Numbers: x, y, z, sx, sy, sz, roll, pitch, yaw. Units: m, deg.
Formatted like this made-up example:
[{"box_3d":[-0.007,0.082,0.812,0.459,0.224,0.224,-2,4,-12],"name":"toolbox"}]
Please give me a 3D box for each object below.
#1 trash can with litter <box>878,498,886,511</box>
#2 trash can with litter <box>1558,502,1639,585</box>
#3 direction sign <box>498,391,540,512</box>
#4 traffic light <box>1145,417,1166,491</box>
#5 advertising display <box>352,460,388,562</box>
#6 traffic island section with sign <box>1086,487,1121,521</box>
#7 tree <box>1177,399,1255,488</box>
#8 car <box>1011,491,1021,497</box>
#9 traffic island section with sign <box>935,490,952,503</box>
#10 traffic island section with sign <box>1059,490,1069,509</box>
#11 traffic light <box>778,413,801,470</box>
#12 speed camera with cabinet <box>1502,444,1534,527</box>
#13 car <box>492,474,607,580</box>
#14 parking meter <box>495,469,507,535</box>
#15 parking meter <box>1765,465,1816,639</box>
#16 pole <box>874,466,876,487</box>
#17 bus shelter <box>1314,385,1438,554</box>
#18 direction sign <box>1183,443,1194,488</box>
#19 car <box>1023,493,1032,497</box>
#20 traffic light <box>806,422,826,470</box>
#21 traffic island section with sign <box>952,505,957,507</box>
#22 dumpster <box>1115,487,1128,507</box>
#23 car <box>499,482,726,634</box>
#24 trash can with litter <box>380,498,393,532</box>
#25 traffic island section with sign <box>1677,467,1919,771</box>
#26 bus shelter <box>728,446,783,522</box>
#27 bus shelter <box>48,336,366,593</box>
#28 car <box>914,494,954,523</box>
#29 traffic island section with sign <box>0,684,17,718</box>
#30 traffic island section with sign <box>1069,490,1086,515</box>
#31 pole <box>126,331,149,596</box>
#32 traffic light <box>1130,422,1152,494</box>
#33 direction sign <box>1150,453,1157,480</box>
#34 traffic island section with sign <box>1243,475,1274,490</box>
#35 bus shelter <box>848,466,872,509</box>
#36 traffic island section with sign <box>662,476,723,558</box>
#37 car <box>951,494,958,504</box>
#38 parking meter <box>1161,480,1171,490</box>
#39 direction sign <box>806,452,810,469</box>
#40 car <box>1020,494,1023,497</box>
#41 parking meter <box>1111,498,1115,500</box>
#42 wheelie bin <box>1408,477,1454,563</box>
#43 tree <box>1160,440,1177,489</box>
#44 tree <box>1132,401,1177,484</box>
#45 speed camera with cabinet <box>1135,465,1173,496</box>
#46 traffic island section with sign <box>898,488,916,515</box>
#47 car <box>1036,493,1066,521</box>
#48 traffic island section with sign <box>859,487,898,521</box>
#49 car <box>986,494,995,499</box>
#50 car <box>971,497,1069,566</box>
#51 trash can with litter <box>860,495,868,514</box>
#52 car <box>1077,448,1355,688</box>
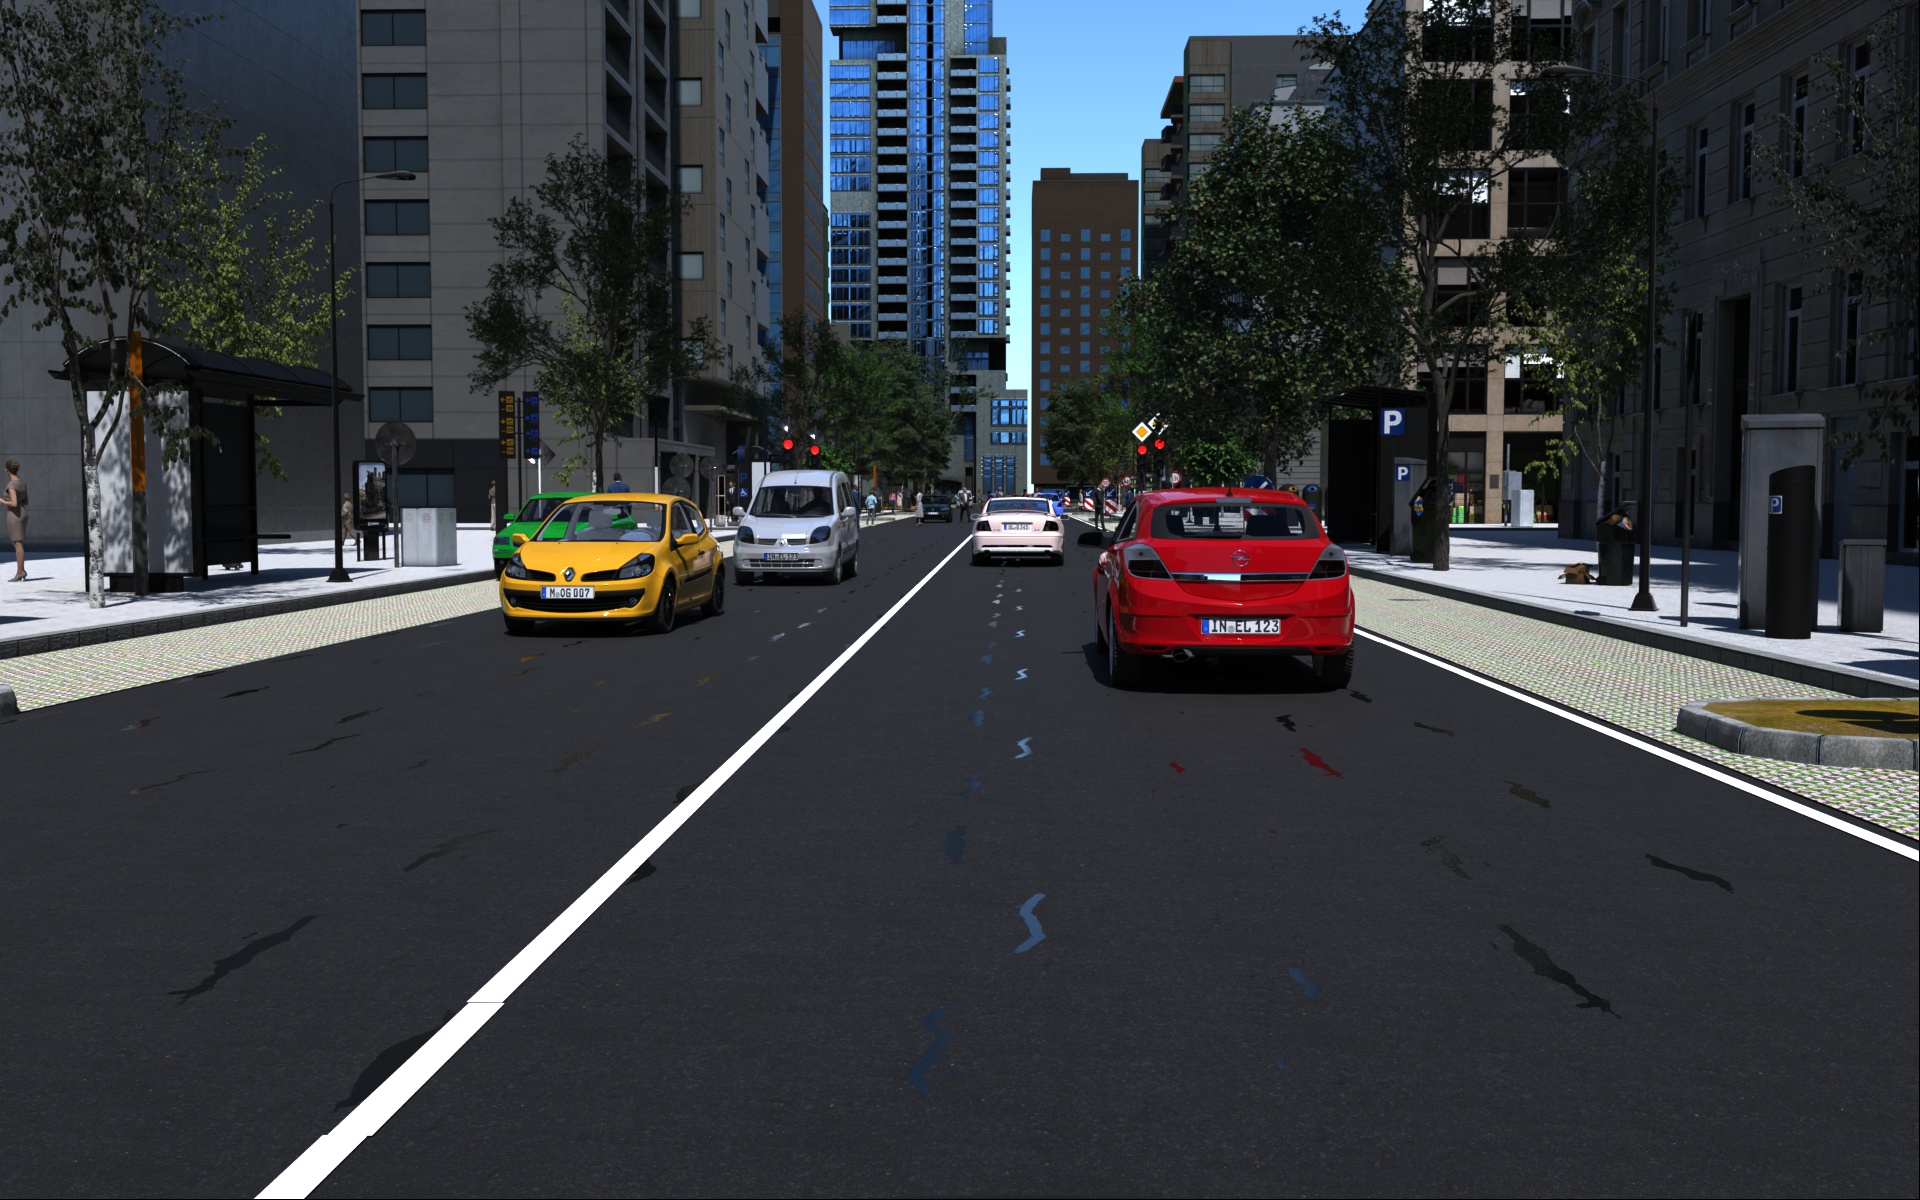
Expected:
[{"box_3d":[-6.324,-7.565,135.073,0.624,1.170,1.055,3,5,42],"name":"trash can with litter"},{"box_3d":[8.998,-0.798,24.433,1.055,1.170,0.624,3,4,36],"name":"trash can with litter"},{"box_3d":[-9.710,-2.827,38.215,0.876,3.537,0.379,-2,4,-27],"name":"direction sign"},{"box_3d":[6.788,-4.307,59.335,0.839,4.253,0.868,0,4,2],"name":"traffic light"},{"box_3d":[-11.339,-1.719,33.317,0.123,1.923,0.974,1,4,14],"name":"advertising display"},{"box_3d":[7.884,-5.127,92.448,1.989,1.847,2.006,0,4,2],"name":"traffic island section with sign"},{"box_3d":[15.166,-9.052,98.359,4.737,8.622,4.395,0,3,0],"name":"tree"},{"box_3d":[7.034,-12.387,211.572,2.155,1.783,4.494,0,4,2],"name":"car"},{"box_3d":[-2.087,-9.865,169.913,1.989,1.847,2.006,0,4,2],"name":"traffic island section with sign"},{"box_3d":[10.325,-9.836,169.448,1.989,1.847,2.006,0,4,2],"name":"traffic island section with sign"},{"box_3d":[-5.868,-4.330,59.720,0.839,4.253,0.868,0,4,2],"name":"traffic light"},{"box_3d":[21.821,-4.486,67.687,0.660,3.252,2.038,0,4,-1],"name":"speed camera with cabinet"},{"box_3d":[-6.787,-1.305,30.129,1.959,1.807,4.718,0,4,1],"name":"car"},{"box_3d":[-10.707,-2.121,40.397,0.255,1.863,0.399,-1,4,-15],"name":"parking meter"},{"box_3d":[7.389,-0.428,15.415,0.372,1.533,0.369,0,3,0],"name":"parking meter"},{"box_3d":[-6.098,-7.971,124.170,0.158,3.312,0.155,0,3,0],"name":"pole"},{"box_3d":[9.621,-3.004,40.400,1.731,3.624,6.357,0,4,2],"name":"bus shelter"},{"box_3d":[10.171,-5.176,76.627,0.379,3.537,0.876,-3,4,-39],"name":"direction sign"},{"box_3d":[4.863,-6.435,114.252,2.155,1.783,4.494,0,3,0],"name":"car"},{"box_3d":[-5.614,-4.818,67.701,0.839,4.253,0.868,0,4,2],"name":"traffic light"},{"box_3d":[-1.211,-11.533,197.194,1.989,1.847,2.006,0,4,2],"name":"traffic island section with sign"},{"box_3d":[13.235,-8.251,140.668,1.264,1.857,1.865,0,4,2],"name":"dumpster"},{"box_3d":[-3.746,-0.539,19.038,2.015,1.641,3.980,0,4,4],"name":"car"},{"box_3d":[-19.755,-2.897,58.754,0.624,1.170,1.055,1,4,23],"name":"trash can with litter"},{"box_3d":[5.261,-0.074,9.838,1.989,1.847,2.006,0,4,2],"name":"traffic island section with sign"},{"box_3d":[-8.591,-4.959,75.005,2.014,3.302,5.546,0,4,2],"name":"bus shelter"},{"box_3d":[-10.600,-1.901,25.013,2.014,3.302,5.546,0,4,2],"name":"bus shelter"},{"box_3d":[-1.275,-4.755,87.535,2.009,1.686,4.222,0,4,2],"name":"car"},{"box_3d":[-7.132,-0.131,10.778,1.989,1.847,2.006,0,4,2],"name":"traffic island section with sign"},{"box_3d":[8.738,-6.774,119.390,1.989,1.847,2.006,0,4,2],"name":"traffic island section with sign"},{"box_3d":[-10.354,-1.710,21.805,0.158,3.312,0.155,0,3,0],"name":"pole"},{"box_3d":[7.042,-4.795,67.316,0.839,4.253,0.868,0,4,2],"name":"traffic light"},{"box_3d":[10.827,-6.402,96.673,0.379,3.537,0.876,2,4,34],"name":"direction sign"},{"box_3d":[6.115,-1.722,36.780,1.989,1.847,2.006,0,4,2],"name":"traffic island section with sign"},{"box_3d":[-7.463,-7.845,122.191,2.014,3.302,5.546,0,4,2],"name":"bus shelter"},{"box_3d":[-6.273,-1.800,38.056,1.989,1.847,2.006,0,4,2],"name":"traffic island section with sign"},{"box_3d":[-0.850,-12.698,216.400,1.959,1.807,4.718,0,4,1],"name":"car"},{"box_3d":[8.844,-4.200,74.377,0.255,1.863,0.399,-2,4,-27],"name":"parking meter"},{"box_3d":[-8.195,-6.198,93.330,0.379,3.537,0.876,-1,4,-15],"name":"direction sign"},{"box_3d":[6.312,-9.345,161.585,1.959,1.807,4.718,0,4,4],"name":"car"},{"box_3d":[10.773,-6.974,122.437,0.372,1.533,0.369,0,3,0],"name":"parking meter"},{"box_3d":[8.773,-1.487,32.229,0.693,1.594,0.980,2,4,31],"name":"wheelie bin"},{"box_3d":[16.651,-10.553,122.896,4.737,8.622,4.395,0,3,0],"name":"tree"},{"box_3d":[13.358,-10.215,117.375,4.360,8.622,3.978,0,3,0],"name":"tree"},{"box_3d":[10.530,-6.097,94.028,2.038,3.252,0.660,-1,4,-18],"name":"speed camera with cabinet"},{"box_3d":[-3.651,-6.829,120.283,1.989,1.847,2.006,0,4,2],"name":"traffic island section with sign"},{"box_3d":[4.760,-5.152,93.820,1.945,1.707,3.694,0,4,3],"name":"car"},{"box_3d":[-4.514,-5.181,93.342,1.989,1.847,2.006,0,4,2],"name":"traffic island section with sign"},{"box_3d":[4.221,-12.525,214.380,1.945,1.707,3.694,0,4,3],"name":"car"},{"box_3d":[1.240,-1.451,36.086,2.083,1.381,4.827,0,4,3],"name":"car"},{"box_3d":[-6.753,-6.521,117.670,2.233,1.210,1.678,3,4,38],"name":"trash can with litter"},{"box_3d":[2.060,-0.324,14.330,2.155,1.783,4.494,0,4,2],"name":"car"}]
